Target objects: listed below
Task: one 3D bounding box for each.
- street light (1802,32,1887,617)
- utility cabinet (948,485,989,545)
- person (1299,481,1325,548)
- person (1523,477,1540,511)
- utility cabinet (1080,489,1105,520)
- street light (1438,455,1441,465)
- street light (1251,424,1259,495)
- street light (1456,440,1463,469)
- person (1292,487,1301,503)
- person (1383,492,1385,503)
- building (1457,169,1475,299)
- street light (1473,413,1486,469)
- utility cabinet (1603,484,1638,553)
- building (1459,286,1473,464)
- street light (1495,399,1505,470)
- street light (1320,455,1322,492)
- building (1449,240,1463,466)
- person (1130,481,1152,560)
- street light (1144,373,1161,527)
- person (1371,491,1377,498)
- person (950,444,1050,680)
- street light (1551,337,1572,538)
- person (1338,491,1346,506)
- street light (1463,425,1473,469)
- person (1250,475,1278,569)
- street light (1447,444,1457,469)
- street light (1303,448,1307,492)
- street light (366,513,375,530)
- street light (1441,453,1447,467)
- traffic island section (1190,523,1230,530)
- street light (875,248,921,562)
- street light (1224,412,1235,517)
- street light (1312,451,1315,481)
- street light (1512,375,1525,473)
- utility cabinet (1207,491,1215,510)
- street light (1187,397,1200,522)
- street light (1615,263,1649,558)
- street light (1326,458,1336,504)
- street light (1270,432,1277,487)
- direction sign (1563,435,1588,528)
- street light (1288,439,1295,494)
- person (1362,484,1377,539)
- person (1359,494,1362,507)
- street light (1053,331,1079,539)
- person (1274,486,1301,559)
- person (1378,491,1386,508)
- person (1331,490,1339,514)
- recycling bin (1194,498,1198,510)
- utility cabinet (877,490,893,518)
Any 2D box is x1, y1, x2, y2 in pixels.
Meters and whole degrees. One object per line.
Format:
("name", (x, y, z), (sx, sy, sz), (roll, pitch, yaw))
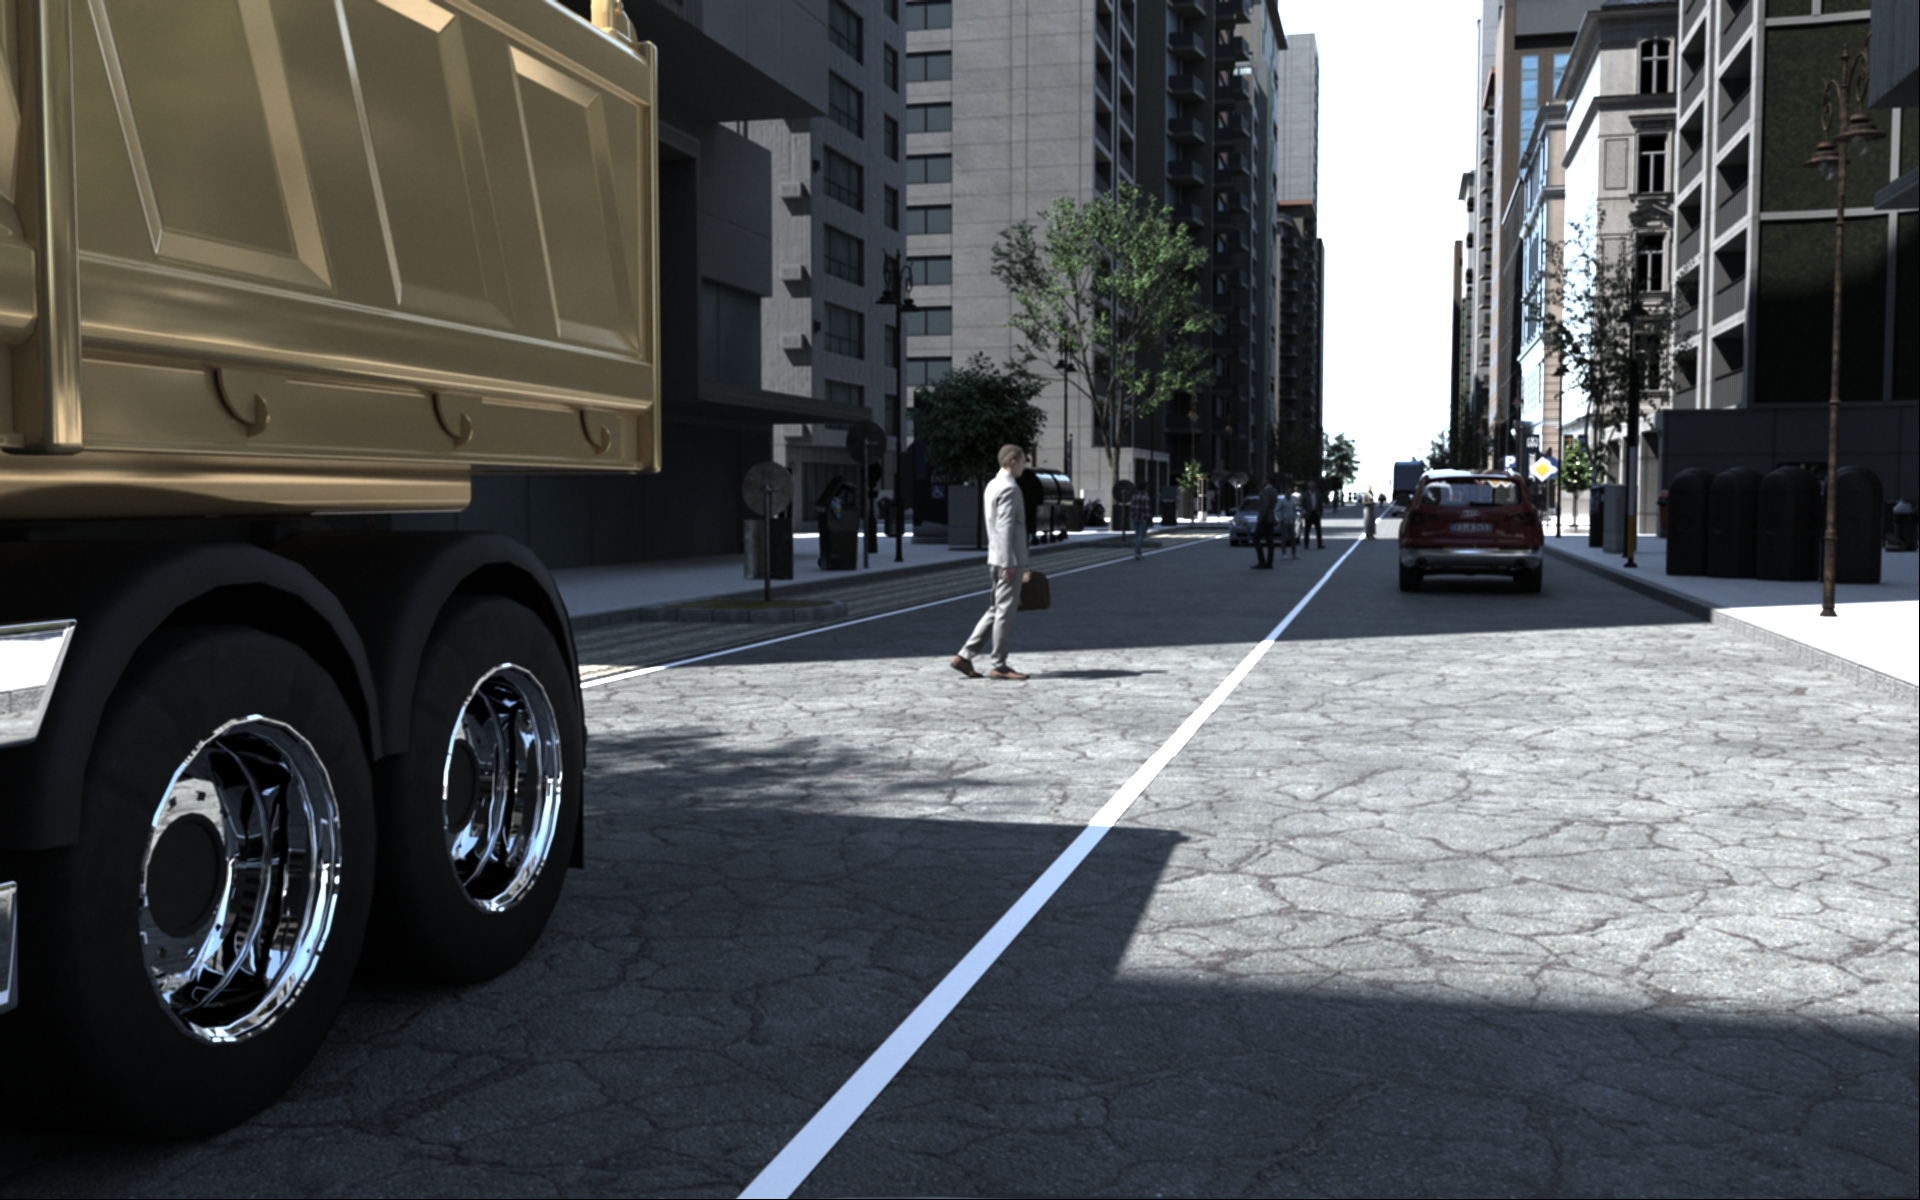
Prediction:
("street light", (9.088, -2.762, 17.948), (0.468, 5.910, 1.993), (1, 4, 14))
("utility cabinet", (0.306, -2.087, 42.794), (1.173, 1.500, 0.318), (0, 4, 7))
("person", (9.262, -2.232, 45.389), (0.661, 1.777, 0.834), (-1, 4, -16))
("person", (11.051, -1.512, 33.770), (0.519, 1.759, 0.362), (2, 4, 31))
("utility cabinet", (6.410, -4.595, 83.808), (1.173, 1.500, 0.318), (-2, 4, -24))
("street light", (52.935, -13.278, 189.879), (0.468, 5.910, 1.993), (1, 4, 14))
("street light", (19.040, -8.517, 112.044), (0.468, 5.910, 1.993), (1, 4, 14))
("street light", (38.201, -9.718, 131.675), (0.468, 5.910, 1.993), (1, 4, 14))
("person", (15.187, -4.224, 78.138), (0.480, 1.755, 0.524), (0, 4, 0))
("person", (67.784, -16.399, 276.556), (0.705, 1.831, 1.348), (1, 4, 15))
("building", (92.691, -41.688, 270.835), (28.713, 52.752, 27.495), (1, 4, 14))
("street light", (29.693, -7.707, 98.804), (0.468, 5.910, 1.993), (1, 4, 14))
("utility cabinet", (14.442, -1.783, 37.831), (0.318, 1.500, 1.173), (3, 5, 42))
("building", (80.092, -29.414, 252.626), (14.160, 30.474, 14.107), (1, 4, 14))
("street light", (25.597, -6.697, 82.278), (0.468, 5.910, 1.993), (1, 4, 14))
("street light", (42.210, -14.050, 202.501), (0.468, 5.910, 1.993), (1, 4, 14))
("building", (90.325, -39.330, 293.158), (14.600, 45.320, 14.200), (1, 4, 14))
("person", (3.944, -1.750, 37.947), (0.643, 1.720, 0.563), (-3, 4, -36))
("street light", (7.367, -5.728, 66.444), (0.468, 5.910, 1.993), (1, 4, 14))
("person", (49.162, -12.144, 207.019), (1.348, 1.831, 0.705), (1, 4, 13))
("person", (0.361, -0.292, 13.387), (0.853, 1.813, 0.709), (-1, 4, -17))
("street light", (17.687, -4.785, 51.026), (0.468, 5.910, 1.993), (1, 4, 14))
("person", (44.072, -11.684, 199.613), (1.350, 1.814, 0.705), (-3, 4, -39))
("street light", (33.975, -8.726, 115.453), (0.468, 5.910, 1.993), (1, 4, 14))
("person", (5.870, -1.510, 33.378), (0.592, 1.802, 0.473), (-3, 5, -44))
("street light", (44.650, -11.269, 157.028), (0.468, 5.910, 1.993), (1, 4, 14))
("street light", (33.795, -12.053, 169.856), (0.468, 5.910, 1.993), (1, 4, 14))
("street light", (-5.500, -2.645, 16.040), (0.468, 5.910, 1.993), (1, 4, 14))
("street light", (48.669, -12.259, 173.229), (0.468, 5.910, 1.993), (1, 4, 14))
("traffic island section", (10.551, -2.969, 70.818), (2.009, 0.180, 2.903), (1, 4, 14))
("street light", (-1.162, -3.670, 32.796), (0.468, 5.910, 1.993), (1, 4, 14))
("street light", (14.914, -7.528, 95.871), (0.468, 5.910, 1.993), (1, 4, 14))
("street light", (37.965, -13.049, 186.136), (0.468, 5.910, 1.993), (1, 4, 14))
("street light", (21.714, -5.792, 67.489), (0.468, 5.910, 1.993), (1, 4, 14))
("utility cabinet", (17.097, -6.683, 117.946), (1.173, 1.500, 0.318), (-1, 4, -9))
("street light", (10.659, -6.505, 79.149), (0.468, 5.910, 1.993), (1, 4, 14))
("street light", (13.462, -3.794, 34.816), (0.468, 5.910, 1.993), (1, 4, 14))
("street light", (50.161, -15.982, 234.098), (0.468, 5.910, 1.993), (1, 4, 14))
("street light", (23.428, -9.571, 129.281), (0.468, 5.910, 1.993), (1, 4, 14))
("direction sign", (23.471, -4.533, 66.115), (0.876, 3.537, 0.379), (1, 4, 14))
("street light", (27.736, -10.591, 145.954), (0.468, 5.910, 1.993), (1, 4, 14))
("person", (13.105, -2.832, 55.348), (0.519, 1.759, 0.362), (-3, 4, -36))
("person", (44.287, -10.971, 191.095), (0.599, 1.433, 0.991), (0, 4, 5))
("street light", (3.012, -4.681, 49.330), (0.468, 5.910, 1.993), (1, 4, 14))
("person", (7.232, -1.710, 38.268), (0.589, 1.601, 0.330), (-1, 4, -13))
("person", (43.180, -10.270, 177.199), (0.721, 1.735, 1.217), (-2, 4, -30))
("person", (27.206, -7.123, 125.548), (0.593, 1.750, 0.643), (2, 4, 26))
("recycling bin", (14.752, -6.000, 110.652), (0.722, 1.027, 0.722), (-1, 4, -20))
("utility cabinet", (-4.047, -5.029, 90.902), (1.173, 1.500, 0.318), (-2, 4, -25))
